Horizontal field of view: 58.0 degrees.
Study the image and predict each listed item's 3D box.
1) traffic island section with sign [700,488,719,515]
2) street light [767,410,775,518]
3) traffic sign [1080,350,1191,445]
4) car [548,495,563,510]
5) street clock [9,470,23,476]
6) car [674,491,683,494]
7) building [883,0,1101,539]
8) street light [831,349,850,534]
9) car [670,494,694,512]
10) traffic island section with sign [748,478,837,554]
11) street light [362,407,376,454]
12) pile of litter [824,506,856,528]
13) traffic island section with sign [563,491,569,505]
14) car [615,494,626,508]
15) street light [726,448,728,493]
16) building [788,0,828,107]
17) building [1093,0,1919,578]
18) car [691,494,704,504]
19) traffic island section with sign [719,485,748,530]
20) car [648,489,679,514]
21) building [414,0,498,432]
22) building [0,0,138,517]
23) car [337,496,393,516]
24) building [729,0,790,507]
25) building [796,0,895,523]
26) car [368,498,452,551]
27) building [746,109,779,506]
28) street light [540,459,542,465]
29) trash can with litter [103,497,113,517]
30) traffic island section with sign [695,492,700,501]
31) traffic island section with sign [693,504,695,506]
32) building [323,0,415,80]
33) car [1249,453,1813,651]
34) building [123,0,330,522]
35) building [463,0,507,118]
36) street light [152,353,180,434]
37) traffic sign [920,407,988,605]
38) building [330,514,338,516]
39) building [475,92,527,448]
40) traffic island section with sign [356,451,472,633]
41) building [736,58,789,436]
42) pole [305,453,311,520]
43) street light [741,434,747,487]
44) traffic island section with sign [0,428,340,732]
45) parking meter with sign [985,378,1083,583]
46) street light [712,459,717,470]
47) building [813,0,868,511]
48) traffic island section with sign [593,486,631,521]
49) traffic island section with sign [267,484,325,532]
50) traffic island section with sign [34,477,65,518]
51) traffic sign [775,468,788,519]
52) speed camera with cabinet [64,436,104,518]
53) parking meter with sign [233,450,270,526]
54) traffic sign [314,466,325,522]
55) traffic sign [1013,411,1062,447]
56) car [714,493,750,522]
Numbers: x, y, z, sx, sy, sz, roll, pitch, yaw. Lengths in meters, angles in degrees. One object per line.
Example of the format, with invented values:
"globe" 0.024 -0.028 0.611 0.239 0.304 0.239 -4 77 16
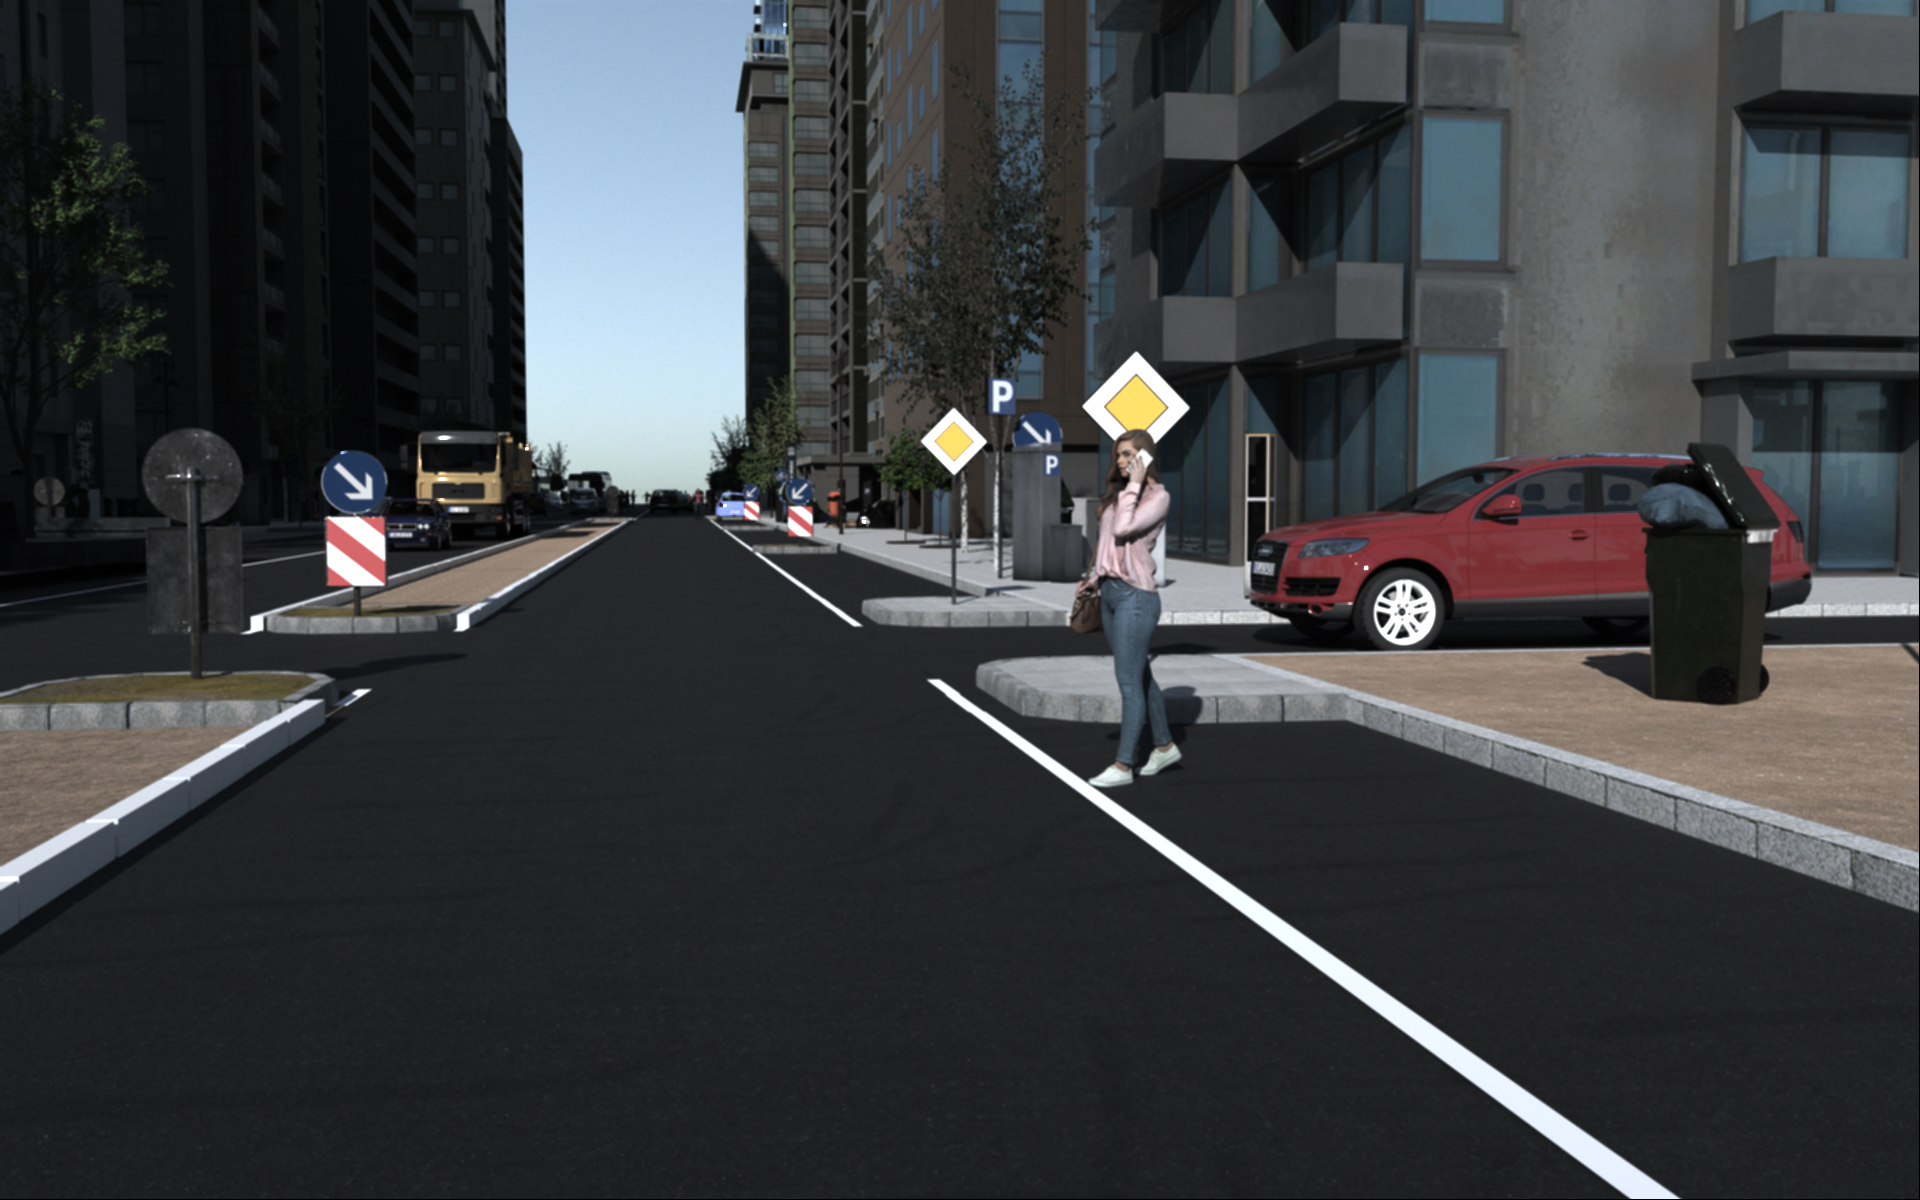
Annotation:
"traffic island section with sign" -16.648 -6.739 118.804 1.989 1.847 2.006 -1 4 -9
"street light" -10.200 -7.391 93.635 0.468 5.910 1.993 -1 4 -9
"traffic sign" 1.225 -0.521 12.167 0.795 2.450 0.064 -1 4 -9
"car" -36.062 -8.581 152.661 2.083 1.381 4.827 -1 4 -10
"street clock" -27.976 -2.870 51.503 0.471 2.002 0.358 0 4 6
"car" -32.308 -11.511 196.874 2.281 1.827 5.304 0 4 -8
"building" 5.210 -24.814 55.815 14.600 45.320 14.200 -1 4 -9
"street light" -3.794 -5.042 55.221 0.468 5.910 1.993 -1 4 -9
"car" -22.206 -7.907 138.079 1.959 1.807 4.718 -1 4 -11
"traffic island section with sign" -4.104 -2.082 42.671 1.989 1.847 2.006 -1 4 -9
"street light" -31.584 -7.331 92.653 0.468 5.910 1.993 -1 4 -9
"pile of litter" -4.437 -3.225 66.694 1.719 0.858 1.176 -1 4 -10
"traffic island section with sign" -51.163 -13.161 223.816 1.989 1.847 2.006 -1 4 -9
"car" -36.036 -10.575 182.685 2.009 1.686 4.222 0 4 -8
"street light" -22.662 -12.002 169.025 0.468 5.910 1.993 -1 4 -9
"building" -5.804 -27.261 129.310 14.154 41.232 14.086 -1 4 -9
"building" 17.775 -25.464 35.941 30.456 49.044 23.786 -1 4 -9
"car" -36.506 -14.139 240.757 1.945 1.707 3.694 0 4 -8
"traffic island section with sign" -8.482 -3.709 69.269 1.989 1.847 2.006 -1 4 -9
"car" -22.013 -7.336 128.621 2.281 1.827 5.304 -1 4 -11
"building" -65.307 -36.533 186.546 28.713 52.752 27.495 -1 4 -9
"building" -40.584 -31.146 51.239 21.231 58.520 28.212 -1 4 -9
"car" -20.402 -2.913 59.996 2.083 1.381 4.827 -1 4 -11
"building" -20.212 -56.541 237.122 22.319 86.520 31.000 -1 4 -9
"building" 8.295 -24.045 85.012 32.217 40.220 23.993 -1 4 -9
"car" -14.113 -1.952 44.491 1.945 1.354 3.894 -1 4 -10
"building" -16.148 -30.878 188.447 14.154 41.232 14.086 -1 4 -9
"street light" -51.386 -14.661 212.490 0.468 5.910 1.993 -1 4 -9
"trash can with litter" -29.815 -2.993 60.315 0.624 1.170 1.055 -1 4 -21
"traffic island section with sign" -21.040 -8.365 145.400 1.989 1.847 2.006 -1 4 -9
"traffic island section with sign" -29.981 -11.680 199.594 1.989 1.847 2.006 -1 4 -9
"building" -50.346 -30.388 120.540 21.300 48.544 21.600 -1 4 -9
"car" 5.390 -0.483 16.576 5.304 1.827 2.281 -1 4 -10
"building" -38.808 -24.339 81.544 14.154 41.232 14.086 -1 4 -9
"building" -68.950 -48.521 231.565 20.563 71.187 20.611 -1 4 -9
"street light" -25.504 -5.075 55.757 0.468 5.910 1.993 -1 4 -9
"traffic sign" -0.074 -1.003 20.046 0.795 2.450 0.064 -1 4 -9
"building" -45.697 -40.397 98.747 20.563 71.187 20.611 -1 4 -9
"building" -64.984 -35.955 211.558 21.300 48.544 21.600 -1 4 -9
"traffic island section with sign" -6.418 -0.648 18.738 2.006 1.907 1.989 -1 4 -9
"building" -12.078 -37.961 209.903 28.713 52.752 27.495 -1 4 -9
"pole" -31.721 -5.528 84.227 0.158 3.312 0.155 0 3 0
"street light" -16.266 -9.657 130.687 0.468 5.910 1.993 -1 4 -9
"traffic island section with sign" -5.223 -0.201 11.428 2.006 1.907 1.989 -1 4 -9
"parking meter with sign" 1.124 -1.793 25.577 0.543 3.016 1.738 -3 4 -38
"street light" -30.038 -14.748 213.913 0.468 5.910 1.993 -1 4 -9
"building" 0.324 -41.199 111.854 20.563 71.187 20.611 -1 4 -9
"traffic island section with sign" -18.649 -5.183 92.879 2.006 1.907 1.989 -1 4 -9
"traffic island section with sign" -25.124 -3.499 65.835 1.989 1.847 2.006 -1 4 -9
"traffic island section with sign" -20.722 -1.867 39.147 1.989 1.847 2.006 -1 4 -9
"traffic sign" -8.666 -5.189 84.946 0.768 2.556 0.104 0 4 -3
"speed camera with cabinet" -29.653 -3.931 58.605 2.038 3.252 0.660 3 5 44
"parking meter with sign" -28.607 -4.493 69.727 0.543 3.016 1.738 1 4 22
"traffic sign" -29.335 -4.866 79.661 0.768 2.556 0.104 0 4 -1
"traffic sign" 1.191 -1.633 26.808 0.768 2.556 0.104 0 4 -3
"car" -12.056 -5.025 91.745 1.945 1.707 3.694 -1 4 -10
